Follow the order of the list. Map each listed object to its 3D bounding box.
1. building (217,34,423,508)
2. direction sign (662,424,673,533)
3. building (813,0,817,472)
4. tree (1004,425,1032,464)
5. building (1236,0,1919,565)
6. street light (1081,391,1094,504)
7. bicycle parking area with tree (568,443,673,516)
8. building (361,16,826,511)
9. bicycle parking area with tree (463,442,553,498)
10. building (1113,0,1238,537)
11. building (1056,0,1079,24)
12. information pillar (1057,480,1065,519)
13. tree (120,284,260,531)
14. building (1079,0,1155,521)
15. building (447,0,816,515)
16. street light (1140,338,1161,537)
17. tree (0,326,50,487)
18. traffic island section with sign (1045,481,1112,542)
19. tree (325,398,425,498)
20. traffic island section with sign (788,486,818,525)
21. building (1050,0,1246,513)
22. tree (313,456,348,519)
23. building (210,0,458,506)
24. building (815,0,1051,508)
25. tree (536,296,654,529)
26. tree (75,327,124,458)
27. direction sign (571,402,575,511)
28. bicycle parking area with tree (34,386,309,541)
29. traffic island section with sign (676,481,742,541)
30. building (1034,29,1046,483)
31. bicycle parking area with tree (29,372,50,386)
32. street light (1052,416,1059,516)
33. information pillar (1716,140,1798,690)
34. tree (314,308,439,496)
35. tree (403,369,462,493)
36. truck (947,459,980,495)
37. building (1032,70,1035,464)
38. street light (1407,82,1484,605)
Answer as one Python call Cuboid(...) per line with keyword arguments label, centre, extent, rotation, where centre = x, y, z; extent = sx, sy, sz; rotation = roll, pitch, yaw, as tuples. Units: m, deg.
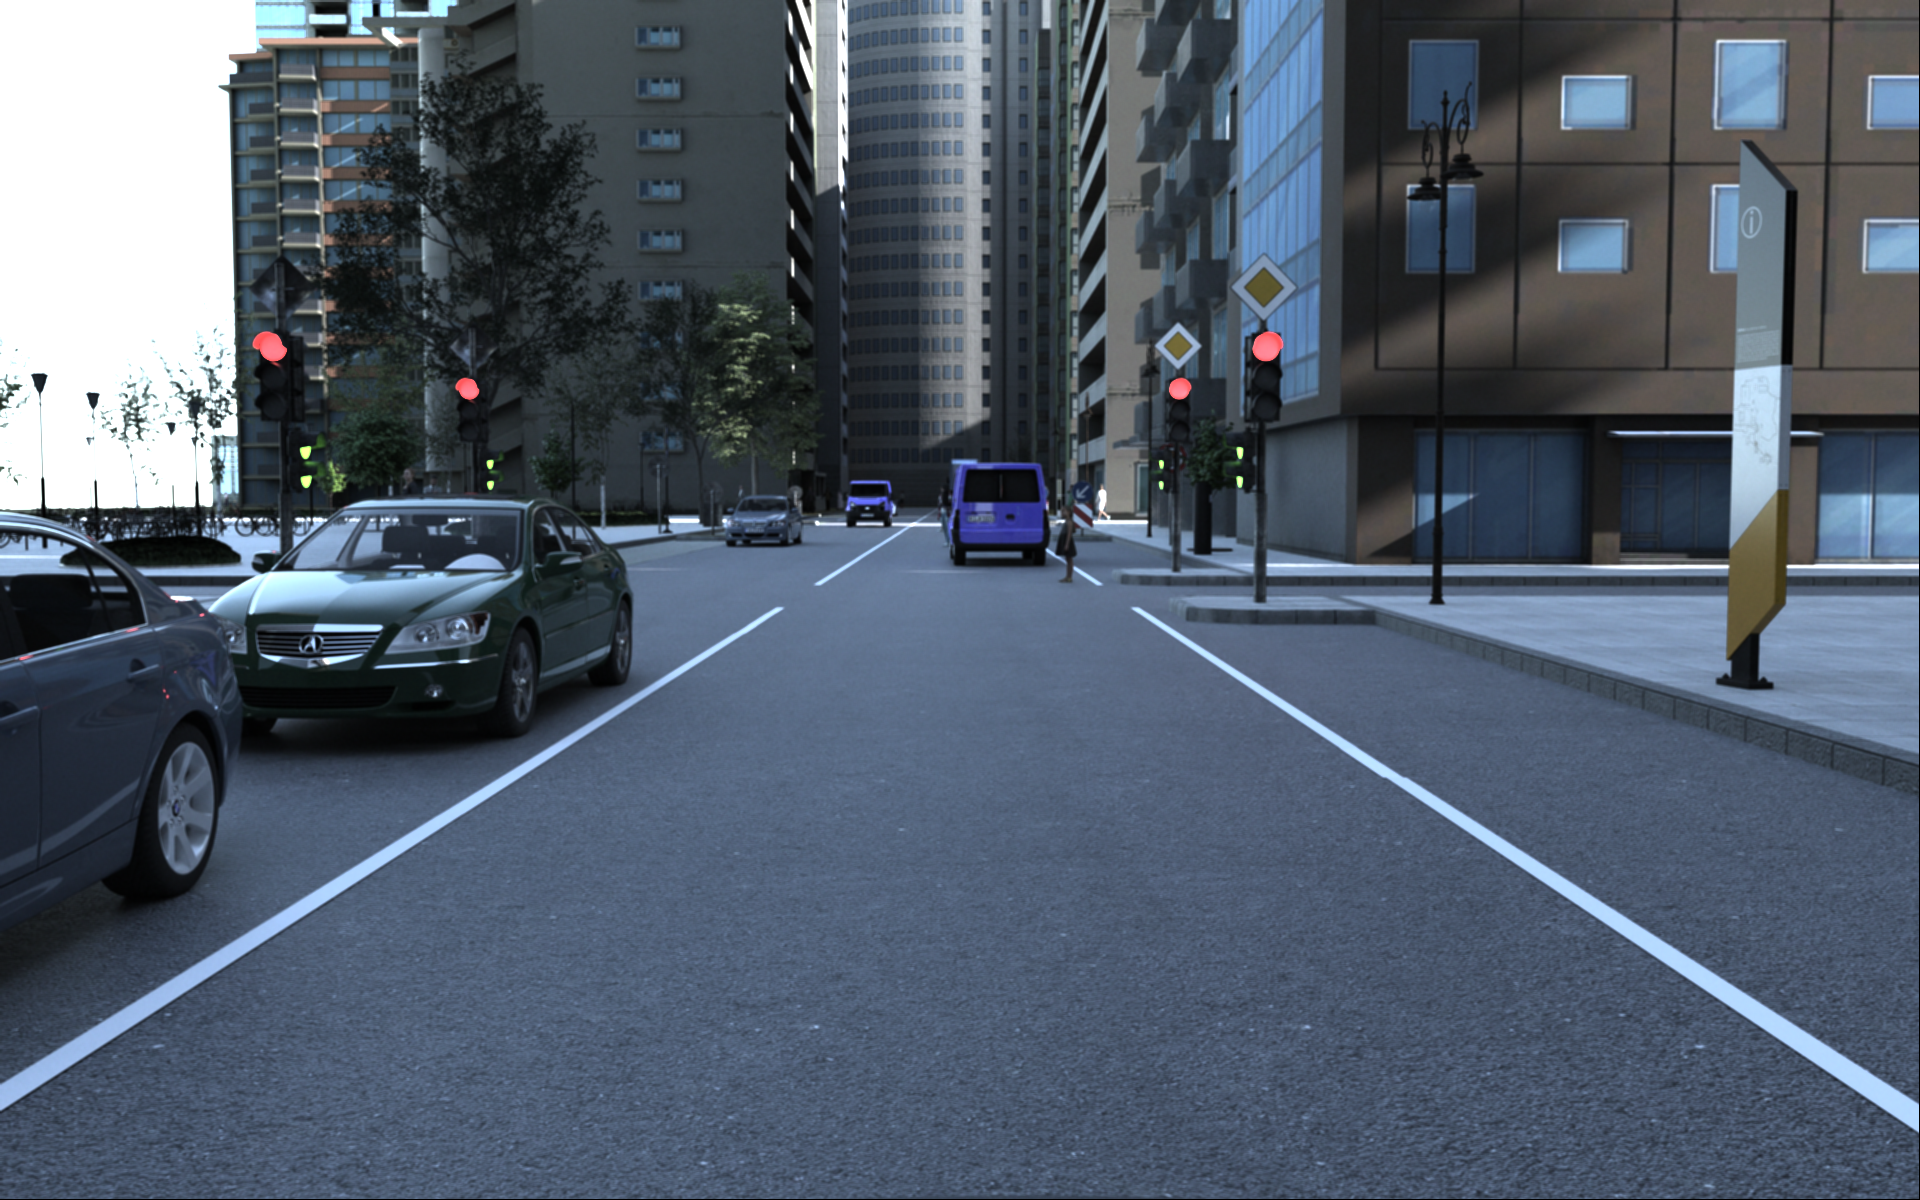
Cuboid(label="building", centre=(-54.069, -31.398, 167.975), extent=(28.867, 44.769, 22.147), rotation=(0, 3, 0))
Cuboid(label="direction sign", centre=(-9.580, -3.949, 56.570), extent=(0.379, 3.537, 0.876), rotation=(-1, 4, -16))
Cuboid(label="building", centre=(-25.154, -38.236, 167.159), extent=(28.212, 58.520, 21.231), rotation=(0, 3, 0))
Cuboid(label="tree", centre=(6.502, -14.115, 181.139), extent=(4.360, 8.622, 3.978), rotation=(0, 3, 0))
Cuboid(label="building", centre=(13.860, -23.628, 36.423), extent=(14.200, 45.320, 14.600), rotation=(0, 3, 0))
Cuboid(label="street light", centre=(5.690, -6.413, 77.638), extent=(0.468, 5.910, 1.993), rotation=(0, 3, 0))
Cuboid(label="bicycle parking area with tree", centre=(-20.647, -6.793, 98.069), extent=(8.231, 4.147, 9.016), rotation=(1, 4, 17))
Cuboid(label="building", centre=(-27.208, -27.237, 137.201), extent=(32.217, 40.220, 23.993), rotation=(0, 3, 0))
Cuboid(label="bicycle parking area with tree", centre=(-24.607, -5.667, 79.660), extent=(9.016, 4.147, 8.231), rotation=(3, 5, 43))
Cuboid(label="building", centre=(17.859, -26.818, 58.080), extent=(23.786, 49.044, 30.456), rotation=(0, 3, 0))
Cuboid(label="building", centre=(13.988, -27.187, 128.095), extent=(14.154, 41.232, 14.086), rotation=(0, 3, 0))
Cuboid(label="information pillar", centre=(5.120, -5.095, 87.788), extent=(0.304, 2.012, 0.304), rotation=(3, 5, 41))
Cuboid(label="tree", centre=(-25.886, -6.690, 59.746), extent=(4.360, 8.622, 3.978), rotation=(0, 3, 0))
Cuboid(label="building", centre=(17.657, -28.646, 92.060), extent=(21.300, 48.544, 21.600), rotation=(0, 3, 0))
Cuboid(label="building", centre=(-21.163, -29.999, 114.189), extent=(21.300, 48.544, 21.600), rotation=(0, 3, 0))
Cuboid(label="street light", centre=(5.640, -4.808, 51.399), extent=(0.468, 5.910, 1.993), rotation=(0, 3, 0))
Cuboid(label="tree", centre=(-34.049, -6.699, 59.883), extent=(4.737, 8.622, 4.395), rotation=(0, 3, 0))
Cuboid(label="traffic island section with sign", centre=(3.595, -2.718, 53.073), extent=(1.989, 1.847, 2.006), rotation=(0, 3, 0))
Cuboid(label="tree", centre=(-20.104, -4.630, 59.416), extent=(4.285, 4.588, 4.351), rotation=(0, 3, 0))
Cuboid(label="traffic island section with sign", centre=(-7.608, -4.387, 80.356), extent=(1.989, 1.847, 2.006), rotation=(0, 3, 0))
Cuboid(label="building", centre=(14.622, -30.090, 142.086), extent=(14.600, 45.320, 14.200), rotation=(0, 3, 0))
Cuboid(label="tree", centre=(-32.012, -5.725, 88.198), extent=(1.663, 3.219, 1.824), rotation=(0, 3, 0))
Cuboid(label="building", centre=(-66.024, -54.103, 197.260), extent=(31.000, 86.520, 22.319), rotation=(0, 3, 0))
Cuboid(label="building", centre=(-1.157, -40.093, 197.517), extent=(28.212, 58.520, 21.231), rotation=(0, 3, 0))
Cuboid(label="tree", centre=(-13.224, -6.877, 62.806), extent=(4.360, 8.622, 3.978), rotation=(0, 3, 0))
Cuboid(label="tree", centre=(-36.206, -7.670, 75.774), extent=(4.360, 8.622, 3.978), rotation=(0, 3, 0))
Cuboid(label="direction sign", centre=(-9.590, -3.116, 42.949), extent=(0.379, 3.537, 0.876), rotation=(-1, 4, -12))
Cuboid(label="bicycle parking area with tree", centre=(-23.888, -3.929, 51.247), extent=(9.016, 4.147, 8.231), rotation=(1, 4, 20))
Cuboid(label="traffic island section with sign", centre=(-7.622, -2.738, 53.401), extent=(1.989, 1.847, 2.006), rotation=(0, 3, 0))
Cuboid(label="building", centre=(13.694, -28.913, 156.328), extent=(14.154, 41.232, 14.086), rotation=(0, 3, 0))
Cuboid(label="bicycle parking area with tree", centre=(-24.093, -3.368, 42.063), extent=(8.231, 4.147, 9.016), rotation=(2, 4, 34))
Cuboid(label="street light", centre=(5.669, -7.966, 103.026), extent=(0.468, 5.910, 1.993), rotation=(0, 3, 0))
Cuboid(label="information pillar", centre=(5.239, -1.222, 11.340), extent=(0.183, 3.616, 0.504), rotation=(-1, 4, -12))
Cuboid(label="tree", centre=(-21.922, -7.058, 65.765), extent=(4.737, 8.622, 4.395), rotation=(0, 3, 0))
Cuboid(label="tree", centre=(-29.856, -9.159, 100.115), extent=(4.360, 8.622, 3.978), rotation=(0, 3, 0))
Cuboid(label="truck", centre=(0.187, -8.450, 127.912), extent=(2.967, 4.110, 18.799), rotation=(0, 4, 2))
Cuboid(label="building", centre=(14.296, -31.824, 170.427), extent=(14.600, 45.320, 14.200), rotation=(0, 3, 0))
Cuboid(label="street light", centre=(5.559, -2.888, 20.010), extent=(0.468, 5.910, 1.993), rotation=(0, 3, 0))
